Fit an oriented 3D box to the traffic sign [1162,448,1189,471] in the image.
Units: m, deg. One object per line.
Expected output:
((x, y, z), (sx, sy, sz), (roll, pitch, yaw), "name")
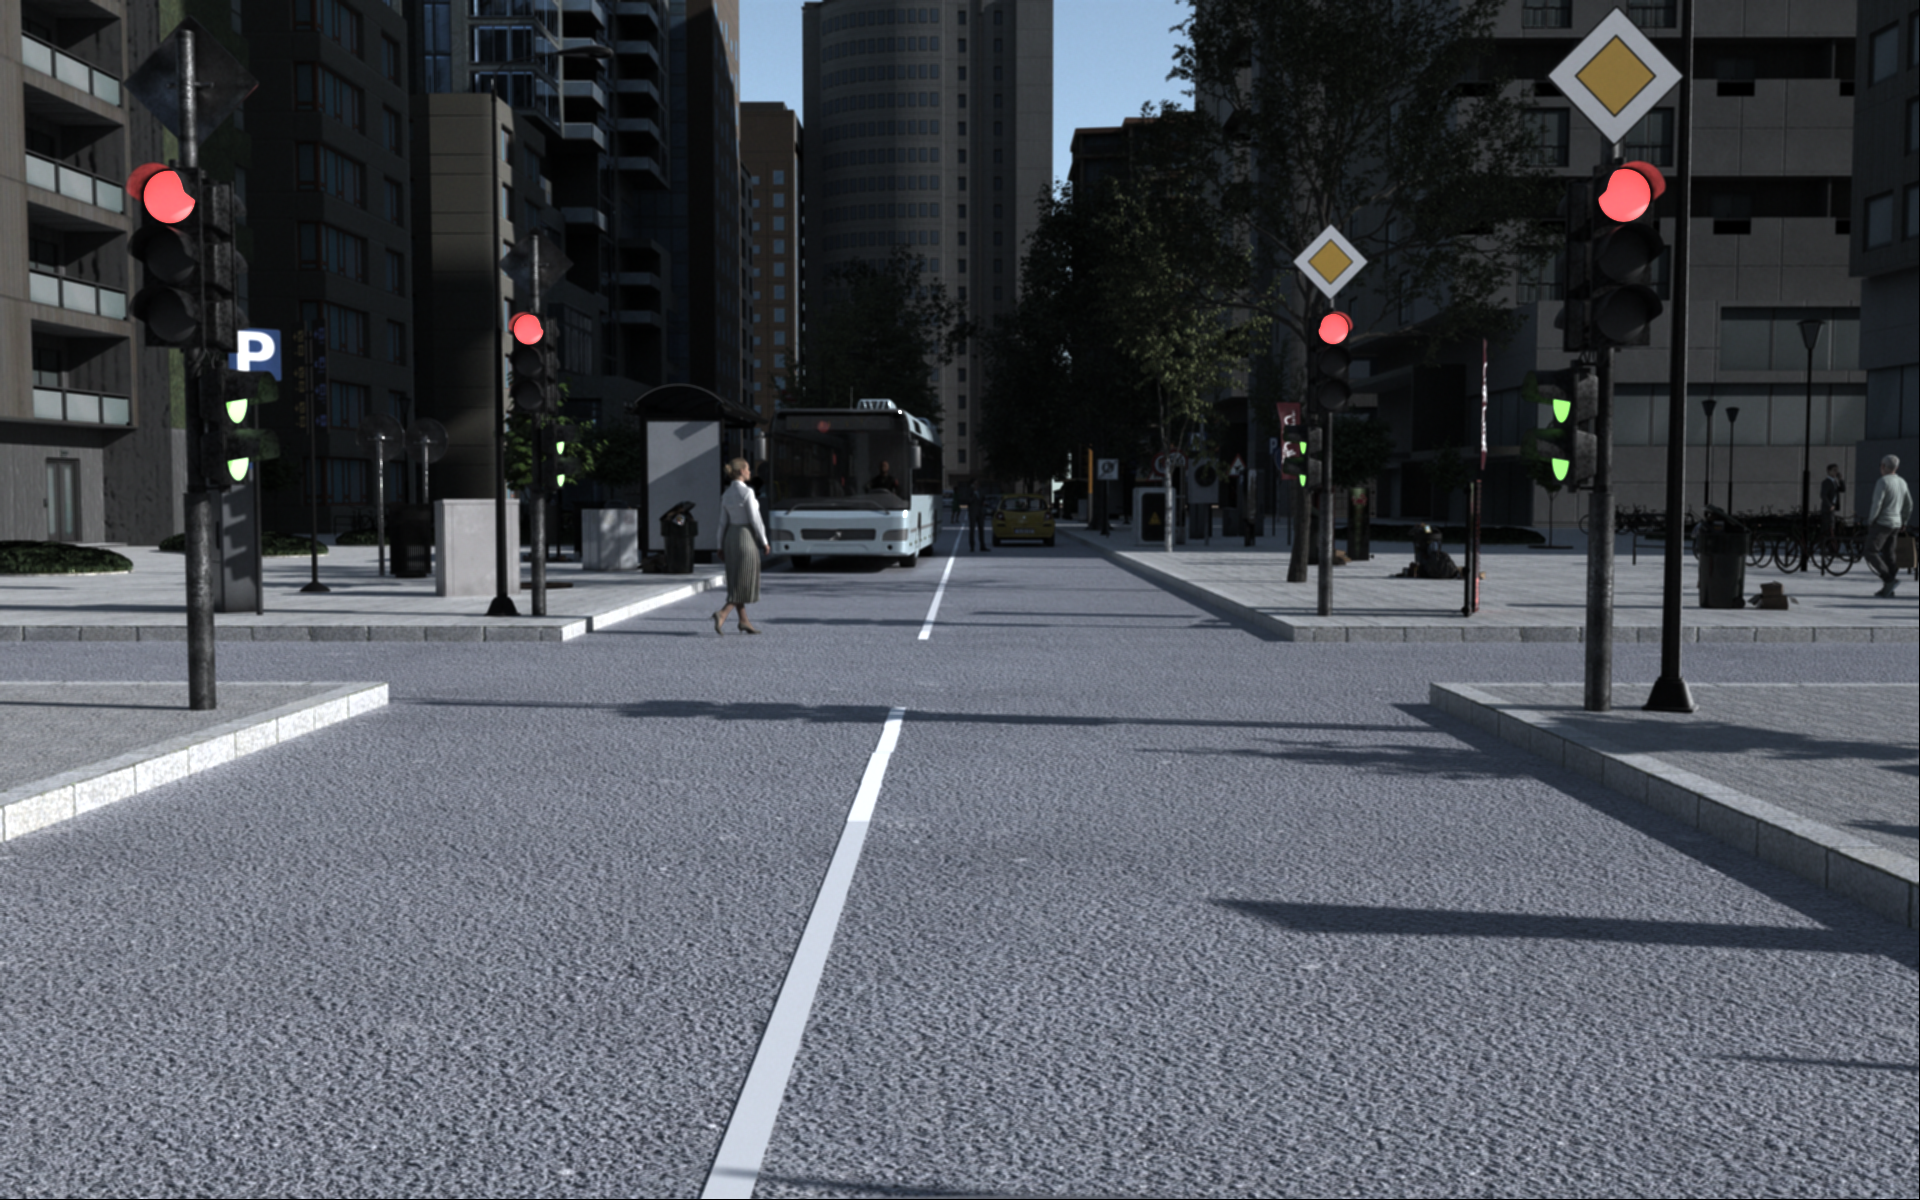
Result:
((5.980, -2.933, 48.067), (0.768, 2.556, 0.104), (0, 4, 2), "traffic sign")

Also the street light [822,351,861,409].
((-3.924, -5.138, 56.546), (1.470, 5.913, 1.316), (0, 4, 0), "street light")

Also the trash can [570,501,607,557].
((-7.557, -1.445, 35.279), (0.748, 1.137, 0.748), (0, 3, 0), "trash can")

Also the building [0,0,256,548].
((-26.267, -21.769, 39.514), (14.154, 41.232, 14.086), (0, 4, 0), "building")

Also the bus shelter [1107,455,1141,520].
((7.747, -5.647, 86.246), (2.014, 3.302, 5.546), (0, 4, 1), "bus shelter")

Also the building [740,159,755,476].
((-25.026, -23.030, 148.242), (14.107, 30.474, 14.160), (0, 4, 0), "building")

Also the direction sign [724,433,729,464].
((-8.942, -4.430, 64.420), (0.876, 3.537, 0.379), (2, 4, 32), "direction sign")

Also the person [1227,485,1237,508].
((17.154, -6.283, 108.728), (0.705, 1.831, 1.348), (-1, 4, -18), "person")

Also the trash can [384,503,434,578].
((-8.411, -0.908, 26.500), (0.748, 1.137, 0.748), (0, 3, 0), "trash can")

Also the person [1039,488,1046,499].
((6.352, -7.798, 134.218), (0.721, 1.739, 1.217), (-2, 4, -26), "person")

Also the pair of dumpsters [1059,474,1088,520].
((5.869, -5.181, 87.198), (1.574, 2.255, 4.437), (0, 4, 1), "pair of dumpsters")

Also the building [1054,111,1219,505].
((25.611, -33.418, 201.011), (28.867, 44.769, 22.147), (0, 4, 0), "building")

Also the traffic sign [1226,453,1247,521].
((8.833, -3.369, 55.081), (0.884, 2.594, 0.081), (0, 4, 3), "traffic sign")

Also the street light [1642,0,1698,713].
((3.688, -2.300, 10.145), (1.470, 5.913, 1.316), (0, 4, 0), "street light")

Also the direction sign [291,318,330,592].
((-8.477, -1.875, 22.661), (0.876, 3.537, 0.379), (3, 5, 41), "direction sign")

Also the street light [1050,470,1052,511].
((4.338, -7.360, 92.882), (1.470, 5.913, 1.316), (0, 4, 0), "street light")

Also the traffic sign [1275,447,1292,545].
((8.253, -2.644, 43.343), (0.768, 2.556, 0.104), (0, 4, 8), "traffic sign")

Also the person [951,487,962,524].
((-0.219, -4.620, 84.280), (0.529, 1.795, 0.600), (-1, 4, -19), "person")

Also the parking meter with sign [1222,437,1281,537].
((8.825, -3.444, 52.574), (1.738, 3.016, 0.543), (-1, 4, -21), "parking meter with sign")

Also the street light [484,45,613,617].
((-4.288, -2.786, 18.084), (1.470, 5.913, 1.316), (0, 4, 0), "street light")

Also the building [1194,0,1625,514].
((34.055, -33.730, 140.721), (28.713, 52.752, 27.495), (0, 4, 0), "building")

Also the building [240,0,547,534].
((-33.946, -13.736, 69.617), (27.650, 21.520, 28.899), (0, 4, 0), "building")

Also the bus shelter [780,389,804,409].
((-5.737, -5.571, 68.721), (2.179, 5.291, 8.768), (0, 4, 1), "bus shelter")

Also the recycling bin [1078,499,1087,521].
((6.174, -4.363, 83.891), (0.722, 1.027, 0.722), (1, 4, 22), "recycling bin")

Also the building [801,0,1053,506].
((-3.732, -40.320, 201.230), (28.212, 58.520, 21.231), (0, 4, 0), "building")

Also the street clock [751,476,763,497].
((-8.269, -4.040, 70.617), (0.471, 2.002, 0.358), (-3, 5, -42), "street clock")

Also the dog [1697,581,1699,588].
((10.229, -0.415, 23.612), (0.406, 0.507, 0.540), (0, 4, 7), "dog")

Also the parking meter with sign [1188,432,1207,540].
((6.817, -3.262, 49.594), (0.543, 3.016, 1.738), (1, 4, 10), "parking meter with sign")

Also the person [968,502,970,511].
((0.936, -8.045, 140.565), (0.750, 1.759, 0.617), (3, 4, 38), "person")

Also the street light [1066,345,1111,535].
((4.011, -4.990, 54.127), (1.470, 5.913, 1.316), (0, 4, 0), "street light")

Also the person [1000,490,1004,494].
((3.326, -7.442, 130.889), (0.721, 1.743, 1.217), (1, 4, 19), "person")

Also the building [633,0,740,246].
((-24.492, -29.434, 131.358), (14.600, 45.320, 14.200), (0, 4, 0), "building")

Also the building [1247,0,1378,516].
((29.405, -34.813, 111.185), (21.231, 58.520, 28.212), (0, 4, 0), "building")

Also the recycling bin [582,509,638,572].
((-5.882, -1.011, 29.090), (0.722, 1.027, 0.722), (-2, 4, -35), "recycling bin")

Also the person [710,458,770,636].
((-2.266, -0.540, 17.550), (0.641, 1.798, 0.478), (-3, 4, -38), "person")

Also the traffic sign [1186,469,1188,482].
((9.253, -4.366, 71.492), (0.768, 2.556, 0.104), (0, 4, 5), "traffic sign")

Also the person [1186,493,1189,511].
((17.851, -7.769, 133.875), (0.742, 1.727, 0.445), (0, 4, -3), "person")

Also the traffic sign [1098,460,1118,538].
((4.322, -2.969, 50.675), (0.606, 2.300, 0.079), (0, 4, 1), "traffic sign")

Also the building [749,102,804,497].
((-25.238, -33.504, 197.902), (14.200, 45.320, 14.600), (0, 4, 0), "building")

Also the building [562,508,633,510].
((-29.548, -48.618, 107.584), (22.319, 86.520, 31.000), (0, 4, 0), "building")

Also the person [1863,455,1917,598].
((11.667, -0.924, 21.630), (0.782, 1.767, 0.515), (-2, 4, -29), "person")

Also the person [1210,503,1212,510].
((17.504, -6.963, 121.365), (0.415, 1.643, 0.593), (0, 4, -5), "person")

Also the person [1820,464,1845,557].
((18.075, -1.863, 35.867), (0.474, 1.900, 0.648), (2, 4, 28), "person")

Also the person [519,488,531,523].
((-15.505, -3.371, 61.638), (0.515, 1.767, 0.782), (-3, 5, -43), "person")

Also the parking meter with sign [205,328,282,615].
((-7.958, -1.386, 18.918), (0.543, 3.016, 1.738), (-3, 5, -40), "parking meter with sign")

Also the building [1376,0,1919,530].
((33.166, -29.927, 78.542), (28.713, 52.752, 27.495), (0, 4, 0), "building")

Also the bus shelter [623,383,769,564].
((-5.105, -2.474, 34.379), (2.014, 3.302, 5.546), (0, 4, 0), "bus shelter")

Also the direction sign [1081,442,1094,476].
((5.579, -4.978, 73.394), (0.876, 3.537, 0.379), (1, 4, 16), "direction sign")

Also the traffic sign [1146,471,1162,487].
((8.355, -4.517, 73.851), (0.884, 2.594, 0.081), (0, 4, 2), "traffic sign")

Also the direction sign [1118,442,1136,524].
((7.146, -5.026, 74.172), (0.876, 3.537, 0.379), (-1, 4, -20), "direction sign")

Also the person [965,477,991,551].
((0.468, -2.141, 43.305), (0.655, 1.846, 0.447), (-2, 4, -31), "person")
